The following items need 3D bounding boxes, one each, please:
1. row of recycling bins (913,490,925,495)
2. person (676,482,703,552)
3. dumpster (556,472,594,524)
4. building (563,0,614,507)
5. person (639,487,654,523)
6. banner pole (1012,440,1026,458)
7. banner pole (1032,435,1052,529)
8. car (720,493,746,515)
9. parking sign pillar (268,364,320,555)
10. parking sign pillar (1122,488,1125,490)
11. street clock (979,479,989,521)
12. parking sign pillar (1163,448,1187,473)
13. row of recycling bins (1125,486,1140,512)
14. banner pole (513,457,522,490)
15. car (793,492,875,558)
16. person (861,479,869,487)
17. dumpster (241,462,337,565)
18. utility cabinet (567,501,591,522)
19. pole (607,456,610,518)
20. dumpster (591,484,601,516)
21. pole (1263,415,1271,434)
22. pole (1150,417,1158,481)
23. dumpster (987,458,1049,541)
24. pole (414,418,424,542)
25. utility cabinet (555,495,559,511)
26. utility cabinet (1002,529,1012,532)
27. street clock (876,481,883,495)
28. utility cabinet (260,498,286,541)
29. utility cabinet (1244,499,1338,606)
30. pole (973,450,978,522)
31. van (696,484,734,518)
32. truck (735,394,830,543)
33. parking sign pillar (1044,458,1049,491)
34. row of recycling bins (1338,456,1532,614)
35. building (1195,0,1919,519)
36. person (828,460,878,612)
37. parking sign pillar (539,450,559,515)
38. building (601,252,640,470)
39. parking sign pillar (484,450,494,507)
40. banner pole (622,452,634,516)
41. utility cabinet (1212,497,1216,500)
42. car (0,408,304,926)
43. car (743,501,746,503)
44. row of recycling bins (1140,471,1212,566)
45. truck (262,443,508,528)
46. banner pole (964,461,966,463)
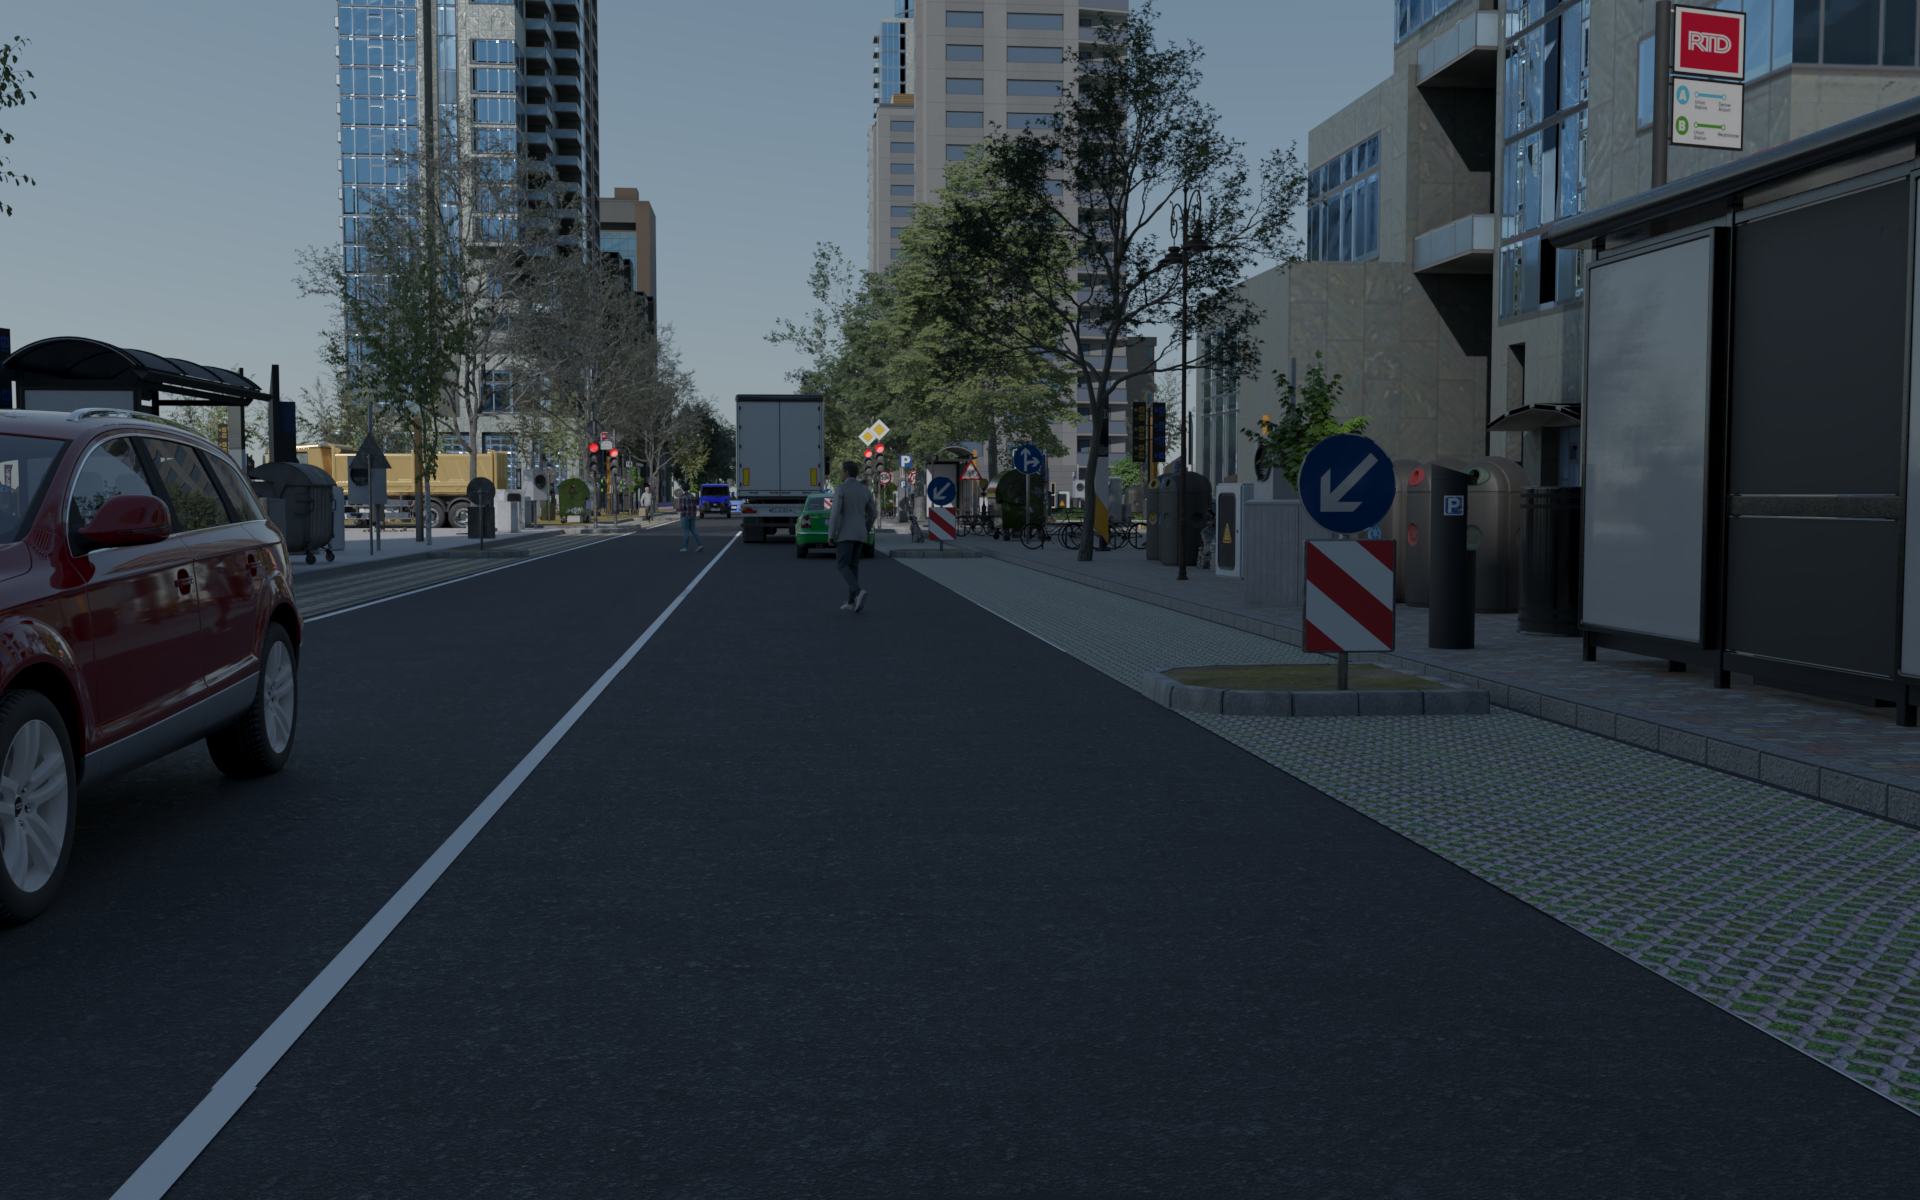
[{"bbox_3d":[-2.356,-8.618,148.010,3.534,1.692,1.069,0,4,-1],"label":"row of recycling bins"},{"bbox_3d":[-6.762,-2.070,43.174,0.643,1.720,0.563,3,4,37],"label":"person"},{"bbox_3d":[-16.839,-4.481,75.753,1.502,2.255,1.985,0,4,-6],"label":"dumpster"},{"bbox_3d":[-47.069,-45.671,184.967,20.563,71.187,20.611,0,4,-6],"label":"building"},{"bbox_3d":[-15.514,-4.682,85.542,0.515,1.767,0.782,3,5,42],"label":"person"},{"bbox_3d":[2.796,-5.535,80.518,0.863,3.779,0.401,0,4,5],"label":"banner pole"},{"bbox_3d":[2.962,-4.459,62.919,0.863,3.779,0.401,-2,4,-27],"label":"banner pole"},{"bbox_3d":[-16.048,-6.864,121.820,1.945,1.707,3.694,0,4,-8],"label":"car"},{"bbox_3d":[-14.368,-2.950,36.697,1.447,3.967,1.447,-2,4,-26],"label":"parking sign pillar"},{"bbox_3d":[13.567,-9.129,137.728,1.447,3.967,1.447,-1,4,-9],"label":"parking sign pillar"},{"bbox_3d":[1.121,-4.690,81.257,0.358,2.002,0.471,-3,4,-36],"label":"street clock"},{"bbox_3d":[12.759,-6.831,100.163,1.447,3.967,1.447,1,4,20],"label":"parking sign pillar"},{"bbox_3d":[8.948,-5.001,88.878,1.069,1.692,3.534,0,4,6],"label":"row of recycling bins"},{"bbox_3d":[-29.825,-7.742,116.605,0.401,3.779,0.863,3,4,37],"label":"banner pole"},{"bbox_3d":[-2.917,-1.930,40.356,1.959,1.807,4.718,0,4,-5],"label":"car"},{"bbox_3d":[-2.704,-2.370,47.345,0.679,1.850,0.850,-3,5,-43],"label":"person"},{"bbox_3d":[-12.347,-1.603,31.965,1.264,1.857,1.865,0,4,-6],"label":"dumpster"},{"bbox_3d":[-17.242,-4.252,78.192,1.173,1.500,0.318,1,4,18],"label":"utility cabinet"},{"bbox_3d":[-19.041,-6.115,93.822,0.158,3.312,0.155,0,3,0],"label":"pole"},{"bbox_3d":[-21.441,-5.771,100.122,1.264,1.857,1.865,0,4,-6],"label":"dumpster"},{"bbox_3d":[7.946,-3.126,44.959,0.158,3.312,0.155,0,3,0],"label":"pole"},{"bbox_3d":[5.139,-3.187,45.950,0.158,3.312,0.155,0,3,0],"label":"pole"},{"bbox_3d":[1.600,-2.776,47.881,1.502,2.255,1.985,0,4,-6],"label":"dumpster"},{"bbox_3d":[-14.568,-3.228,46.627,0.158,3.312,0.155,0,3,0],"label":"pole"},{"bbox_3d":[-31.182,-7.486,133.553,1.020,1.237,0.306,2,4,25],"label":"utility cabinet"},{"bbox_3d":[1.671,-2.943,59.282,0.306,1.237,1.020,1,4,14],"label":"utility cabinet"},{"bbox_3d":[-4.455,-5.550,95.319,0.471,2.002,0.358,0,4,-1],"label":"street clock"},{"bbox_3d":[-11.591,-1.107,29.255,0.306,1.237,1.020,-2,4,-28],"label":"utility cabinet"},{"bbox_3d":[3.800,-0.535,19.907,1.020,1.237,0.306,1,4,23],"label":"utility cabinet"},{"bbox_3d":[0.710,-5.255,79.755,0.158,3.312,0.155,0,3,0],"label":"pole"},{"bbox_3d":[-14.665,-6.077,103.745,2.240,2.365,5.245,0,4,-8],"label":"van"},{"bbox_3d":[-5.481,-3.993,54.200,2.839,4.237,11.283,0,4,-4],"label":"truck"},{"bbox_3d":[6.263,-8.658,130.026,1.447,3.967,1.447,-1,4,-18],"label":"parking sign pillar"},{"bbox_3d":[5.352,-0.800,20.196,1.069,1.692,3.534,-1,4,-21],"label":"row of recycling bins"},{"bbox_3d":[20.684,-44.591,41.728,22.319,86.520,31.000,0,4,-6],"label":"building"},{"bbox_3d":[-1.282,-0.785,21.180,0.661,1.843,0.795,-3,4,-38],"label":"person"},{"bbox_3d":[-25.274,-7.188,106.001,1.447,3.967,1.447,1,4,8],"label":"parking sign pillar"},{"bbox_3d":[-45.880,-26.426,203.762,14.160,30.474,14.107,0,4,-6],"label":"building"},{"bbox_3d":[-29.125,-7.292,107.701,1.447,3.967,1.447,0,4,7],"label":"parking sign pillar"},{"bbox_3d":[-21.090,-7.319,109.685,0.863,3.779,0.401,-2,4,-26],"label":"banner pole"},{"bbox_3d":[5.729,-1.690,38.788,1.020,1.237,0.306,1,4,8],"label":"utility cabinet"},{"bbox_3d":[-4.305,0.084,7.301,2.281,1.827,5.304,0,4,-7],"label":"car"},{"bbox_3d":[-22.398,-10.465,183.681,1.945,1.354,3.894,0,4,-4],"label":"car"},{"bbox_3d":[4.117,-1.545,32.378,1.069,1.692,3.534,0,4,0],"label":"row of recycling bins"},{"bbox_3d":[-22.770,-4.372,67.399,9.791,3.379,3.469,0,4,-4],"label":"truck"},{"bbox_3d":[-0.247,-6.404,94.728,0.401,3.779,0.863,3,5,41],"label":"banner pole"}]
